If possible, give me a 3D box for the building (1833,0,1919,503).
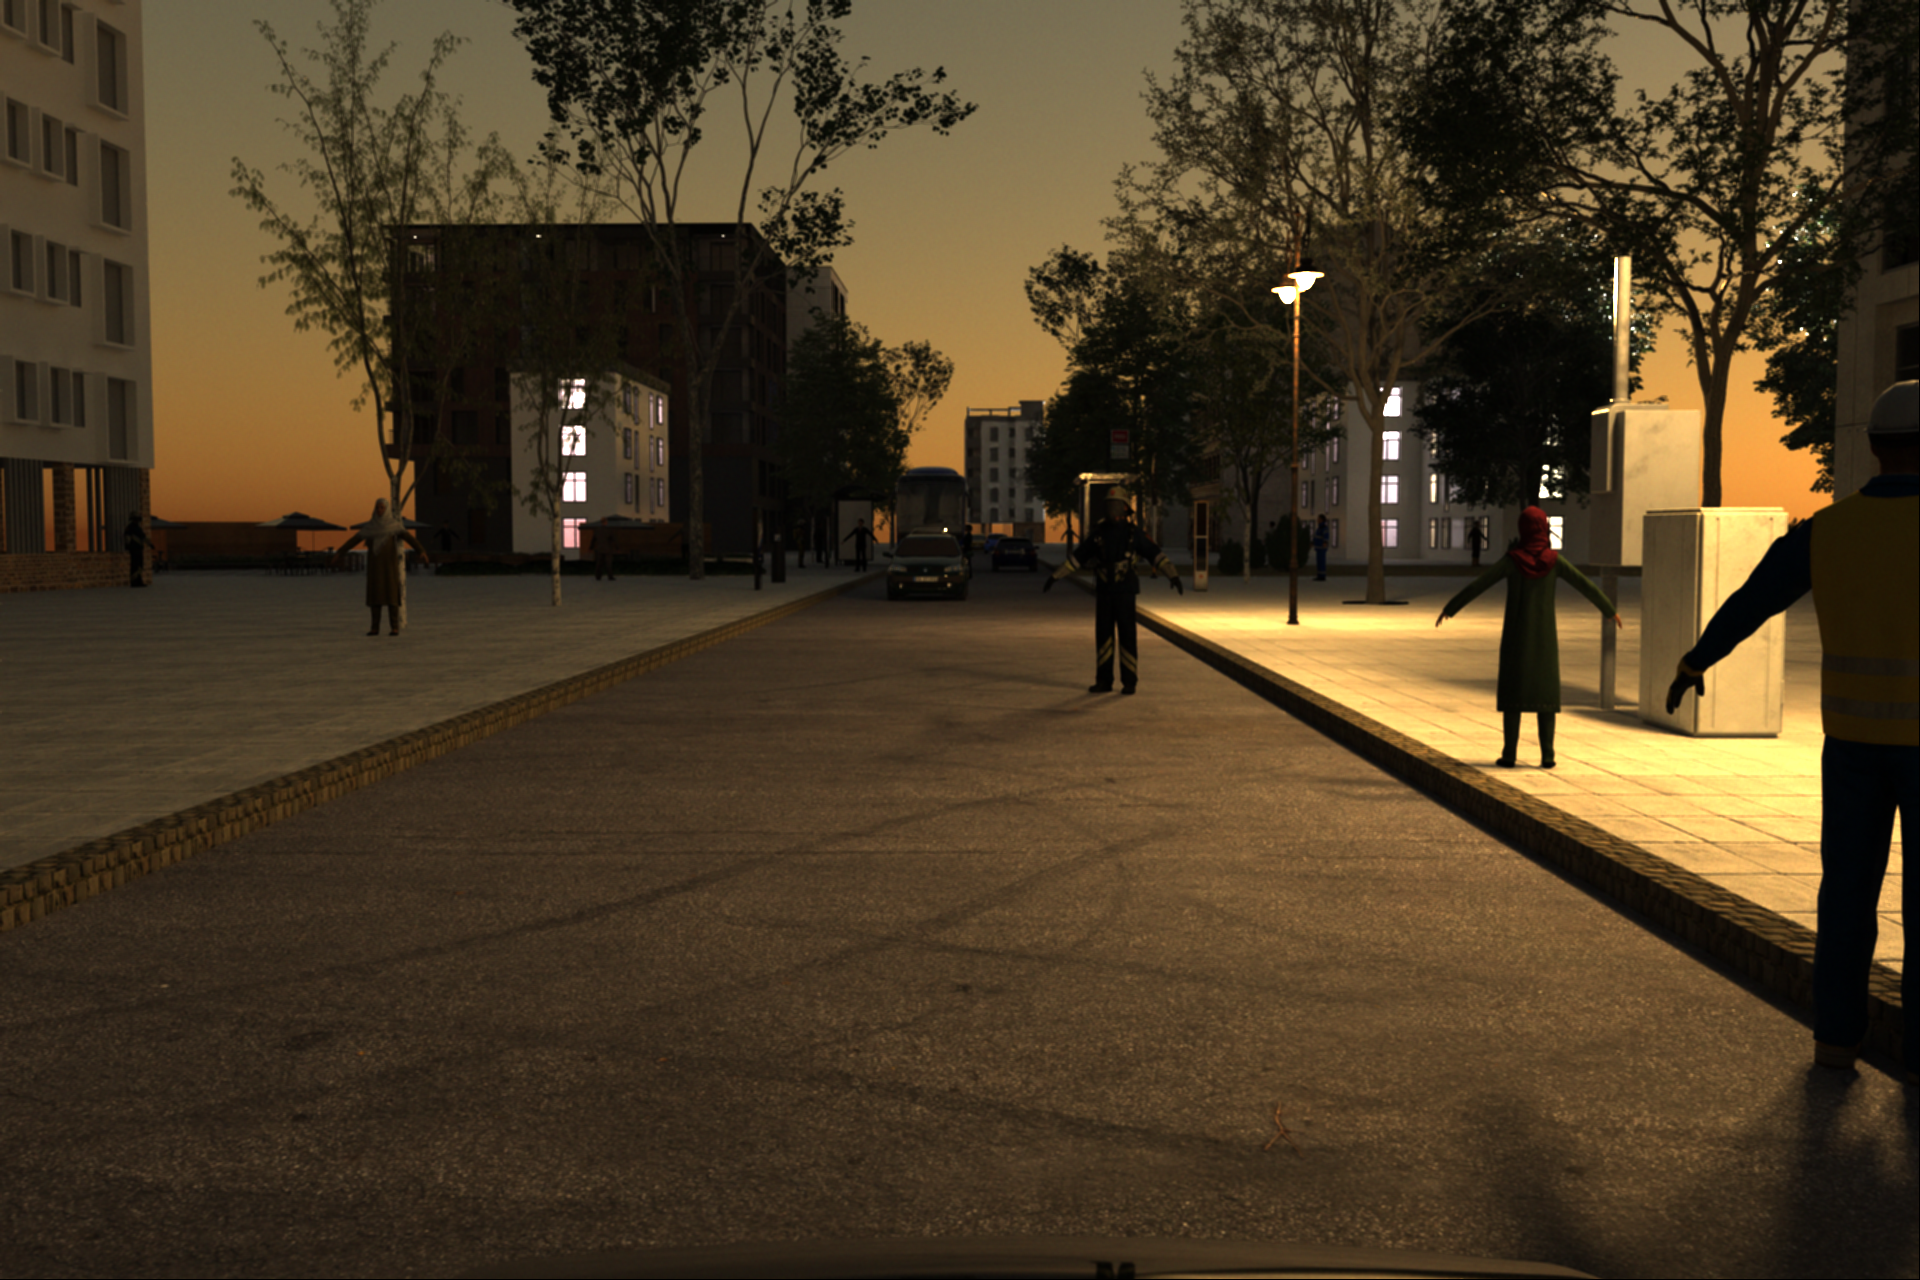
[{"bbox_3d":[28.031,-9.587,23.209,16.747,18.905,31.486,0,4,1],"label":"building"}]

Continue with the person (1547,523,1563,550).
[{"bbox_3d":[23.193,-3.771,68.459,1.217,1.733,0.721,1,4,22],"label":"person"}]

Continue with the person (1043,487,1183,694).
[{"bbox_3d":[1.398,-0.450,15.600,1.354,1.856,0.705,2,4,29],"label":"person"}]

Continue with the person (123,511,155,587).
[{"bbox_3d":[-19.885,-2.202,41.864,0.704,1.845,1.351,0,4,0],"label":"person"}]

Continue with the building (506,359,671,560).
[{"bbox_3d":[-20.720,-9.477,97.101,9.099,9.664,28.070,0,4,1],"label":"building"}]

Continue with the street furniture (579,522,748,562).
[{"bbox_3d":[-11.358,-3.737,67.957,11.010,1.723,9.812,-2,4,-28],"label":"street furniture"}]

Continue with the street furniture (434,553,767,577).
[{"bbox_3d":[-11.005,-2.368,54.339,10.072,0.657,5.734,0,4,0],"label":"street furniture"}]

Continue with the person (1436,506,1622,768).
[{"bbox_3d":[3.142,-0.022,9.572,0.989,1.438,0.599,1,4,10],"label":"person"}]

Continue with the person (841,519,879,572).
[{"bbox_3d":[-3.375,-3.218,58.805,1.347,1.806,0.705,1,4,16],"label":"person"}]

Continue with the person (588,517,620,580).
[{"bbox_3d":[-9.914,-2.553,48.335,0.990,1.755,0.434,1,4,22],"label":"person"}]

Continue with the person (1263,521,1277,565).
[{"bbox_3d":[12.918,-4.016,71.845,0.705,1.806,1.347,2,4,33],"label":"person"}]

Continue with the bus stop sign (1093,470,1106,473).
[{"bbox_3d":[5.763,-5.029,71.246,0.837,3.901,0.837,0,4,1],"label":"bus stop sign"}]

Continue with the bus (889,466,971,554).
[{"bbox_3d":[-0.951,-4.596,66.685,2.896,3.916,12.251,0,4,1],"label":"bus"}]

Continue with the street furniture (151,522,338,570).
[{"bbox_3d":[-26.637,-3.557,65.011,11.010,1.723,9.812,-3,5,-44],"label":"street furniture"}]

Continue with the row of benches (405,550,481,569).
[{"bbox_3d":[-19.626,-3.063,65.540,1.422,0.672,4.104,2,4,26],"label":"row of benches"}]

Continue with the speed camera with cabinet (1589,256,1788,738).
[{"bbox_3d":[4.911,-1.066,11.773,0.660,3.252,2.038,0,4,1],"label":"speed camera with cabinet"}]

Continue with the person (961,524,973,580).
[{"bbox_3d":[0.168,-2.731,53.833,0.721,1.740,1.216,1,4,11],"label":"person"}]

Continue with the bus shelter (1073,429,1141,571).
[{"bbox_3d":[5.315,-5.273,63.847,2.179,5.291,8.768,0,4,2],"label":"bus shelter"}]

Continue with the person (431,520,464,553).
[{"bbox_3d":[-20.707,-3.910,69.858,1.347,1.837,0.705,-2,4,-34],"label":"person"}]

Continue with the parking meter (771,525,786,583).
[{"bbox_3d":[-4.812,-2.290,45.859,0.372,1.533,0.369,0,3,0],"label":"parking meter"}]

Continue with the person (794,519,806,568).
[{"bbox_3d":[-5.979,-3.659,65.601,0.705,1.858,1.354,0,4,-2],"label":"person"}]

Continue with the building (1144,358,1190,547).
[{"bbox_3d":[28.814,-21.025,174.693,19.493,23.208,18.063,0,4,1],"label":"building"}]

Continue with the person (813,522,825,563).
[{"bbox_3d":[-6.215,-4.326,76.958,0.704,1.802,1.346,-2,4,-34],"label":"person"}]

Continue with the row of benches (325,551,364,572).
[{"bbox_3d":[-21.243,-2.718,59.896,1.422,0.672,4.104,-1,4,-10],"label":"row of benches"}]

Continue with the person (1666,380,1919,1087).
[{"bbox_3d":[2.505,0.234,4.599,0.705,1.833,1.349,-3,5,-43],"label":"person"}]

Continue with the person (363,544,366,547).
[{"bbox_3d":[-16.472,-2.573,48.857,0.721,1.737,1.214,1,4,10],"label":"person"}]

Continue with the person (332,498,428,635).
[{"bbox_3d":[-7.307,-0.922,21.857,1.217,1.736,0.721,0,4,1],"label":"person"}]

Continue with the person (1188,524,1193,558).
[{"bbox_3d":[12.311,-5.196,91.097,0.704,1.843,1.345,-1,4,-23],"label":"person"}]

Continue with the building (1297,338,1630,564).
[{"bbox_3d":[24.130,-8.929,88.137,9.099,9.664,28.070,0,4,1],"label":"building"}]

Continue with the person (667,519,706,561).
[{"bbox_3d":[-9.510,-3.310,60.241,1.348,1.813,0.705,-1,4,-11],"label":"person"}]

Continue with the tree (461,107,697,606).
[{"bbox_3d":[-7.421,-4.914,30.707,4.360,8.622,3.978,0,3,0],"label":"tree"}]

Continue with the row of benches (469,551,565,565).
[{"bbox_3d":[-15.656,-2.808,61.370,4.104,0.672,1.422,2,4,29],"label":"row of benches"}]

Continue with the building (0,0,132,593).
[{"bbox_3d":[-25.762,-10.658,30.683,16.016,20.090,11.380,0,4,2],"label":"building"}]

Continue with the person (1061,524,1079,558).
[{"bbox_3d":[5.696,-5.086,89.423,1.348,1.796,0.705,3,5,43],"label":"person"}]

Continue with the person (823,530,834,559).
[{"bbox_3d":[-6.755,-5.017,88.154,0.704,1.817,1.347,-3,4,-36],"label":"person"}]

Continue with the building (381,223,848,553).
[{"bbox_3d":[-23.795,-17.527,130.542,27.936,21.610,32.646,0,4,1],"label":"building"}]

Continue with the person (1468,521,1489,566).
[{"bbox_3d":[20.556,-3.836,68.851,1.346,1.812,0.704,-3,4,-38],"label":"person"}]

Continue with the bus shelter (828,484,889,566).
[{"bbox_3d":[-4.166,-4.789,72.227,2.014,3.302,5.546,0,4,2],"label":"bus shelter"}]

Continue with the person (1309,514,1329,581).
[{"bbox_3d":[9.897,-2.545,47.583,0.704,1.831,1.345,0,4,-5],"label":"person"}]

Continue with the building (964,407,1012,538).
[{"bbox_3d":[0.960,-23.868,249.116,11.380,20.090,16.016,0,4,-1],"label":"building"}]

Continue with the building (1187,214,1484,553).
[{"bbox_3d":[27.024,-18.029,125.700,19.493,23.208,18.063,0,4,1],"label":"building"}]
